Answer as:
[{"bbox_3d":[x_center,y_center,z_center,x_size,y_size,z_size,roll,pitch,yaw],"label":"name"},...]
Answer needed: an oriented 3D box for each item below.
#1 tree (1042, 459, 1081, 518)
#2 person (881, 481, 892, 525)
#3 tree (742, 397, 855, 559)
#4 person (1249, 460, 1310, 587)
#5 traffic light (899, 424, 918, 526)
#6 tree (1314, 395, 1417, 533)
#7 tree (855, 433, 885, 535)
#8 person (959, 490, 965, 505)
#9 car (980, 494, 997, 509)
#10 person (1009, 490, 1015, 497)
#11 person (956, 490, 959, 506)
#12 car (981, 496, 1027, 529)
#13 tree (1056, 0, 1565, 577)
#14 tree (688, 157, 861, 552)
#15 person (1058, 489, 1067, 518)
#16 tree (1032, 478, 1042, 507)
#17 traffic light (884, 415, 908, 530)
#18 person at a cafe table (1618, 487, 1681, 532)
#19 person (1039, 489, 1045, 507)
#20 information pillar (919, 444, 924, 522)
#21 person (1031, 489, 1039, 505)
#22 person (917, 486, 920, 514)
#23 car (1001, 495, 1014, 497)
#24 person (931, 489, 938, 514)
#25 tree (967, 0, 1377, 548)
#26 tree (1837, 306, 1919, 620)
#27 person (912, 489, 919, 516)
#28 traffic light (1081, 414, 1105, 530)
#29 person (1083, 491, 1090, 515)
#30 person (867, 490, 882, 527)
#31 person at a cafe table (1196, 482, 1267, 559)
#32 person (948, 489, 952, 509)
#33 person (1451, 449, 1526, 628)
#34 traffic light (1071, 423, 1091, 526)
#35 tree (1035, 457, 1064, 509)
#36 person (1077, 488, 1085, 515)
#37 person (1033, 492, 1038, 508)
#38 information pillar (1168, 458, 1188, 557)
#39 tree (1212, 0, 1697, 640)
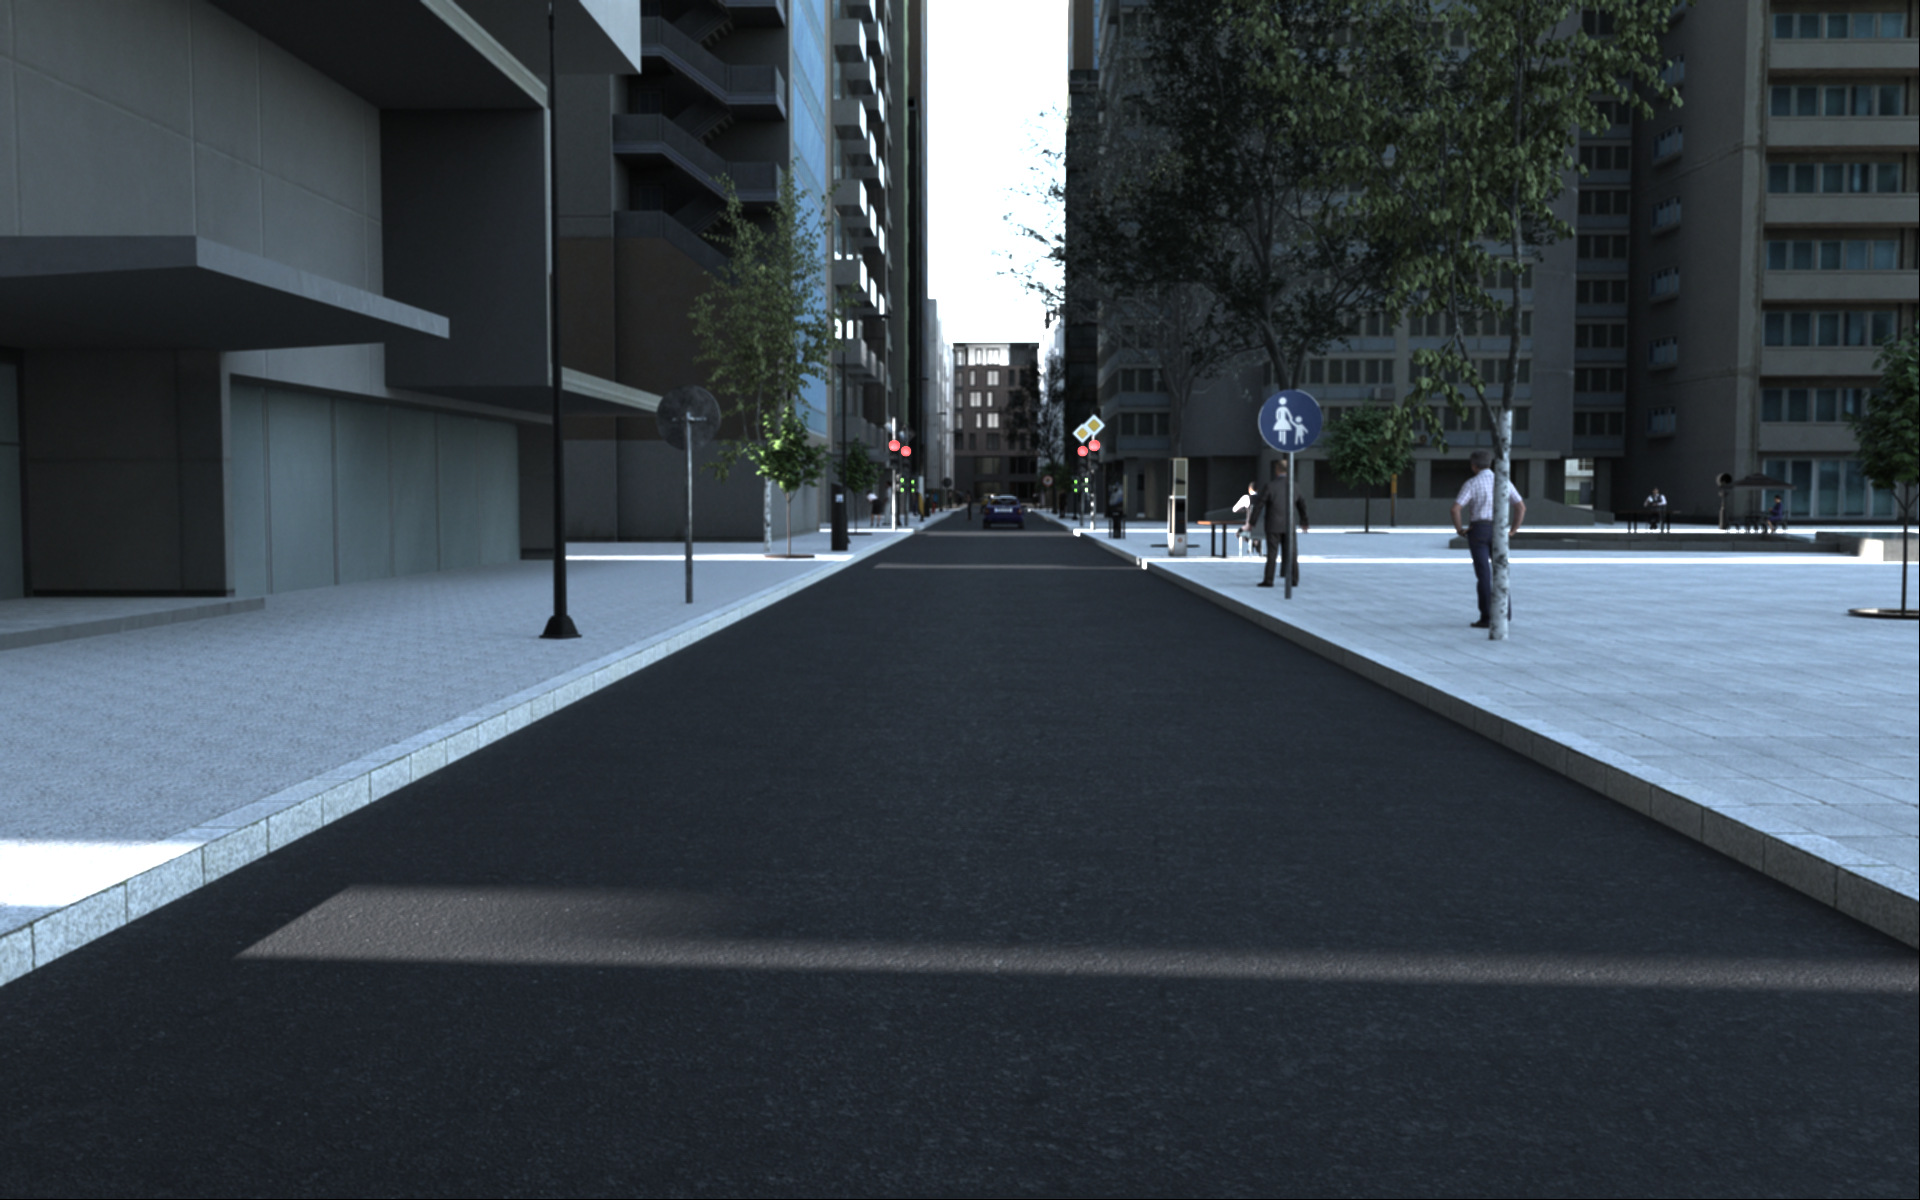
[{"bbox_3d":[5.776,-6.135,94.904,1.663,3.219,1.824,0,3,0],"label":"tree"},{"bbox_3d":[-3.015,-3.975,71.182,0.789,1.805,0.875,0,4,4],"label":"person"},{"bbox_3d":[-3.308,-2.457,34.767,1.663,3.219,1.824,0,3,0],"label":"tree"},{"bbox_3d":[4.408,-1.067,24.034,0.990,1.755,0.434,-1,4,-18],"label":"person"},{"bbox_3d":[-2.117,-4.900,69.037,0.839,4.253,0.868,0,4,1],"label":"traffic light"},{"bbox_3d":[13.429,-4.508,57.417,4.285,4.588,4.351,0,3,0],"label":"tree"},{"bbox_3d":[-3.148,-3.662,54.476,1.663,3.219,1.824,0,3,0],"label":"tree"},{"bbox_3d":[0.079,-12.587,211.818,0.705,1.826,1.348,-3,5,-43],"label":"person"},{"bbox_3d":[2.901,-9.528,165.999,2.015,1.641,3.980,0,4,0],"label":"car"},{"bbox_3d":[4.474,-8.521,147.834,0.705,1.821,1.348,-2,4,-33],"label":"person"},{"bbox_3d":[-0.323,-10.537,179.130,0.445,1.727,0.742,-2,4,-35],"label":"person"},{"bbox_3d":[1.858,-3.698,73.046,1.945,1.354,3.894,0,4,2],"label":"car"},{"bbox_3d":[5.312,-5.648,26.762,8.767,10.594,7.601,2,4,35],"label":"tree"},{"bbox_3d":[-4.285,-5.397,38.607,4.737,8.622,4.395,0,3,0],"label":"tree"},{"bbox_3d":[5.435,-5.091,91.558,0.482,1.546,0.388,3,4,37],"label":"person"},{"bbox_3d":[8.050,-10.900,172.808,1.663,3.219,1.824,0,3,0],"label":"tree"},{"bbox_3d":[-2.274,-4.412,61.054,0.839,4.253,0.868,0,4,1],"label":"traffic light"},{"bbox_3d":[22.516,-2.927,56.364,1.698,1.524,1.622,3,4,36],"label":"person at a cafe table"},{"bbox_3d":[7.951,-9.808,167.065,0.551,1.740,0.621,-2,4,-32],"label":"person"},{"bbox_3d":[-1.803,-5.471,80.803,0.183,3.616,0.504,1,4,16],"label":"information pillar"},{"bbox_3d":[8.494,-11.684,197.036,0.705,1.831,1.348,-3,4,-38],"label":"person"},{"bbox_3d":[-2.444,-6.318,109.207,0.599,1.838,0.709,0,4,-8],"label":"person"},{"bbox_3d":[3.760,-7.750,139.300,1.945,1.354,3.894,0,4,2],"label":"car"},{"bbox_3d":[-1.618,-6.256,110.026,0.593,1.614,0.444,-2,4,-26],"label":"person"},{"bbox_3d":[5.276,-8.019,41.485,12.009,13.543,11.850,0,3,0],"label":"tree"},{"bbox_3d":[9.813,-1.428,17.944,1.663,3.219,1.824,0,3,0],"label":"tree"},{"bbox_3d":[-2.559,-5.790,101.534,0.431,1.722,0.655,-1,4,-19],"label":"person"},{"bbox_3d":[4.687,-4.404,60.934,0.839,4.253,0.868,0,4,1],"label":"traffic light"},{"bbox_3d":[7.591,-5.941,103.899,0.376,1.734,0.841,1,4,21],"label":"person"},{"bbox_3d":[-3.422,-3.615,68.339,0.799,1.438,0.628,1,4,20],"label":"person"},{"bbox_3d":[5.801,-1.609,34.829,1.698,1.524,1.622,-1,4,-10],"label":"person at a cafe table"},{"bbox_3d":[-0.934,-8.961,153.259,0.721,1.736,1.217,1,4,12],"label":"person"},{"bbox_3d":[5.041,-0.592,16.664,0.756,1.711,0.436,0,4,-2],"label":"person"},{"bbox_3d":[4.843,-4.893,68.917,0.839,4.253,0.868,0,4,1],"label":"traffic light"},{"bbox_3d":[8.006,-10.157,149.784,4.285,4.588,4.351,0,3,0],"label":"tree"},{"bbox_3d":[7.504,-6.081,106.285,0.655,1.722,0.431,2,4,29],"label":"person"},{"bbox_3d":[7.096,-9.356,162.198,0.628,1.438,0.799,-3,5,-41],"label":"person"},{"bbox_3d":[4.472,-1.899,35.537,0.304,2.012,0.304,-1,4,-12],"label":"information pillar"},{"bbox_3d":[4.548,-3.962,15.135,4.737,8.622,4.395,0,3,0],"label":"tree"}]
